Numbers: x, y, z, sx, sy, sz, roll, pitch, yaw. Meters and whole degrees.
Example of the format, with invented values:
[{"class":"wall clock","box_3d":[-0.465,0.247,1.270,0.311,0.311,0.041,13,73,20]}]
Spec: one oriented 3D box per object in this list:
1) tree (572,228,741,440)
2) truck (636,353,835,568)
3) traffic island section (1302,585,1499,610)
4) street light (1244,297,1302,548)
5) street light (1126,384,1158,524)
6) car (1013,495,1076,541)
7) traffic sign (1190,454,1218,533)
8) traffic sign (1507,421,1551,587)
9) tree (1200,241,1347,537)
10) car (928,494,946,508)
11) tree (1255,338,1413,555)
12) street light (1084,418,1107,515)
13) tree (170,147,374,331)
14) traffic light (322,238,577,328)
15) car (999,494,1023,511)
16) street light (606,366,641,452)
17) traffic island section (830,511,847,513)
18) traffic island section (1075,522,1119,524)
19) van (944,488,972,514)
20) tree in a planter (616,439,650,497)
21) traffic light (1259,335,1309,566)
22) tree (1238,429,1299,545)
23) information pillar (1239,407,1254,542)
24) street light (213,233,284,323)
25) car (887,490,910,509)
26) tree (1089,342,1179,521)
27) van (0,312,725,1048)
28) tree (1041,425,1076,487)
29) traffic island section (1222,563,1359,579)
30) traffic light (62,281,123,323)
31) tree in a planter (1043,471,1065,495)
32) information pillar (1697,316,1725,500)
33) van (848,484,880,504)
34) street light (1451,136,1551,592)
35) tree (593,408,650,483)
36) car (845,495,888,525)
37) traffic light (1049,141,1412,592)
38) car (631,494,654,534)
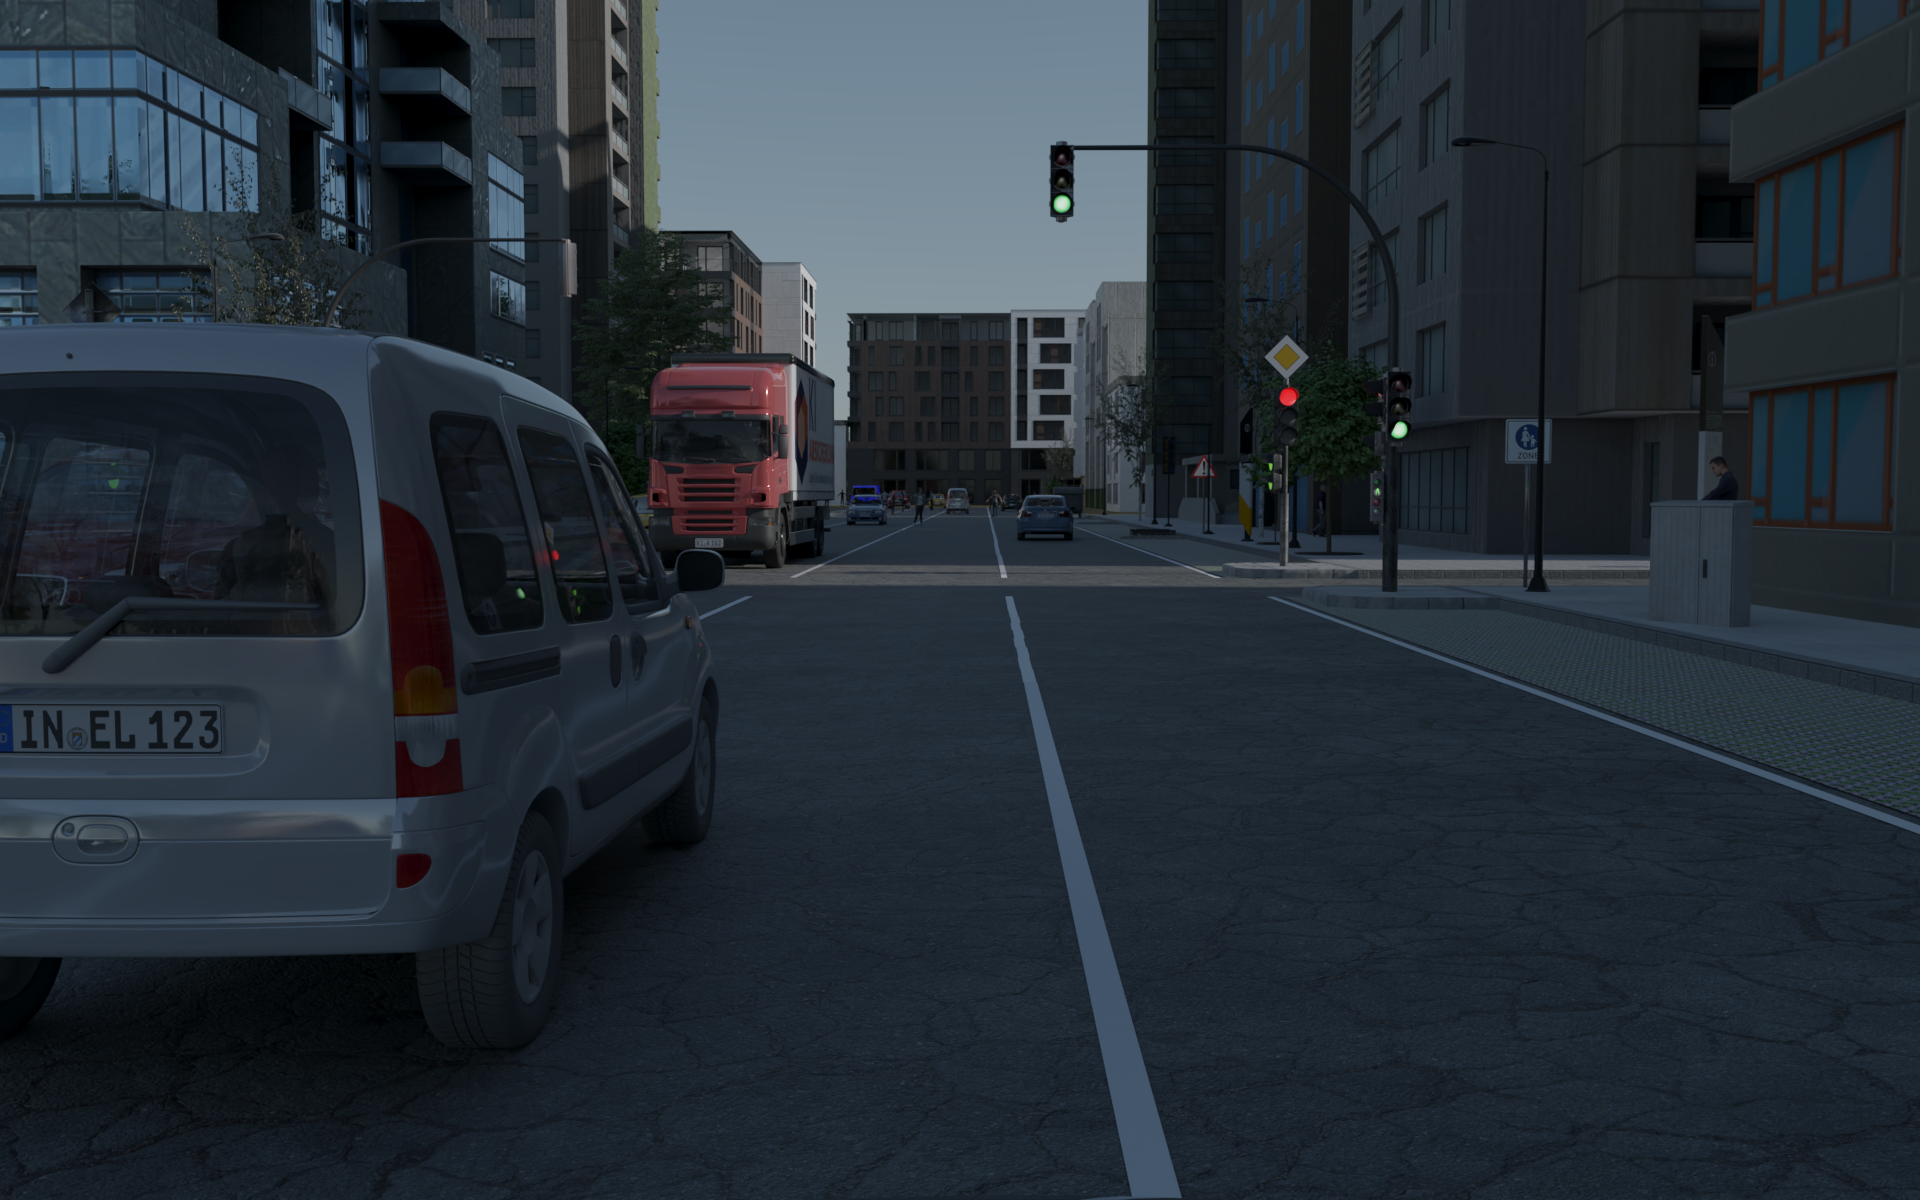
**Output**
[{"class":"tree","box_3d":[-13.203,-9.582,74.792,7.486,12.596,7.792,0,3,0]},{"class":"truck","box_3d":[-4.458,-2.927,36.767,2.839,4.237,11.283,0,4,2]},{"class":"traffic island section","box_3d":[5.663,-0.031,22.794,2.009,0.180,2.903,0,4,1]},{"class":"street light","box_3d":[7.402,-4.185,40.965,1.470,5.913,1.316,0,4,1]},{"class":"street light","box_3d":[7.697,-6.150,73.094,1.470,5.913,1.316,0,4,1]},{"class":"car","box_3d":[2.685,-2.616,54.766,2.014,1.417,4.499,0,4,2]},{"class":"traffic sign","box_3d":[7.976,-3.464,56.645,0.884,2.594,0.081,0,4,7]},{"class":"traffic sign","box_3d":[7.767,-1.321,23.731,0.606,2.300,0.079,0,4,6]},{"class":"tree","box_3d":[9.219,-6.179,51.386,4.360,8.622,3.978,0,3,0]},{"class":"car","box_3d":[-2.255,-10.058,174.676,2.015,1.641,3.980,0,4,0]},{"class":"tree","box_3d":[7.938,-3.246,36.785,4.285,4.588,4.351,0,3,0]},{"class":"street light","box_3d":[8.270,-8.133,105.516,1.470,5.913,1.316,0,4,1]},{"class":"tree","box_3d":[-14.374,-5.282,36.725,4.360,8.622,3.978,0,3,0]},{"class":"traffic light","box_3d":[-9.232,-3.439,30.892,4.771,5.953,1.251,0,4,1]},{"class":"car","box_3d":[4.286,-8.232,144.375,2.009,1.686,4.222,0,4,0]},{"class":"street light","box_3d":[-12.315,-5.542,63.150,1.470,5.913,1.316,0,4,1]},{"class":"traffic island section","box_3d":[-9.607,-6.735,132.980,1.991,0.108,1.994,0,4,1]},{"class":"traffic island section","box_3d":[6.491,-3.640,82.381,1.991,0.108,1.994,0,4,1]},{"class":"van","box_3d":[-0.157,-7.243,125.433,2.013,2.044,4.112,0,4,1]},{"class":"tree in a planter","box_3d":[-10.682,-3.609,56.223,1.991,3.239,1.994,0,4,1]},{"class":"traffic light","box_3d":[5.735,-2.553,30.665,0.839,4.253,0.868,0,4,1]},{"class":"tree","box_3d":[7.886,-3.018,43.952,1.663,3.219,1.824,0,3,0]},{"class":"information pillar","box_3d":[7.761,-3.400,46.951,0.183,3.616,0.504,-2,4,-27]},{"class":"street light","box_3d":[-12.748,-3.577,31.022,1.470,5.913,1.316,0,4,1]},{"class":"car","box_3d":[-5.977,-9.839,169.536,2.281,1.827,5.304,0,4,2]},{"class":"tree","box_3d":[8.448,-8.131,83.309,4.360,8.622,3.978,0,3,0]},{"class":"van","box_3d":[-1.890,0.070,5.861,2.013,2.044,4.112,0,4,1]},{"class":"tree","box_3d":[10.952,-14.248,183.309,4.360,8.622,3.978,0,3,0]},{"class":"traffic island section","box_3d":[5.775,-0.520,30.778,2.009,0.180,2.903,0,4,1]},{"class":"traffic light","box_3d":[-11.436,-2.078,22.902,0.839,4.253,0.868,0,4,1]},{"class":"tree in a planter","box_3d":[7.198,-8.297,132.882,1.991,3.239,1.994,0,4,1]},{"class":"information pillar","box_3d":[9.953,-1.935,22.993,0.504,3.616,0.183,-3,5,-40]},{"class":"van","box_3d":[-6.700,-7.242,122.786,2.240,2.365,5.245,0,4,1]},{"class":"street light","box_3d":[7.073,-3.065,22.647,1.470,5.913,1.316,0,4,1]},{"class":"tree","box_3d":[-12.899,-5.073,66.661,4.285,4.588,4.351,0,3,0]},{"class":"car","box_3d":[-4.351,-4.240,81.319,2.014,1.417,4.499,0,3,0]},{"class":"traffic light","box_3d":[3.530,-2.930,22.568,4.771,5.953,1.251,0,4,1]},{"class":"car","box_3d":[-7.916,-2.109,44.704,2.015,1.641,3.980,0,4,1]}]
